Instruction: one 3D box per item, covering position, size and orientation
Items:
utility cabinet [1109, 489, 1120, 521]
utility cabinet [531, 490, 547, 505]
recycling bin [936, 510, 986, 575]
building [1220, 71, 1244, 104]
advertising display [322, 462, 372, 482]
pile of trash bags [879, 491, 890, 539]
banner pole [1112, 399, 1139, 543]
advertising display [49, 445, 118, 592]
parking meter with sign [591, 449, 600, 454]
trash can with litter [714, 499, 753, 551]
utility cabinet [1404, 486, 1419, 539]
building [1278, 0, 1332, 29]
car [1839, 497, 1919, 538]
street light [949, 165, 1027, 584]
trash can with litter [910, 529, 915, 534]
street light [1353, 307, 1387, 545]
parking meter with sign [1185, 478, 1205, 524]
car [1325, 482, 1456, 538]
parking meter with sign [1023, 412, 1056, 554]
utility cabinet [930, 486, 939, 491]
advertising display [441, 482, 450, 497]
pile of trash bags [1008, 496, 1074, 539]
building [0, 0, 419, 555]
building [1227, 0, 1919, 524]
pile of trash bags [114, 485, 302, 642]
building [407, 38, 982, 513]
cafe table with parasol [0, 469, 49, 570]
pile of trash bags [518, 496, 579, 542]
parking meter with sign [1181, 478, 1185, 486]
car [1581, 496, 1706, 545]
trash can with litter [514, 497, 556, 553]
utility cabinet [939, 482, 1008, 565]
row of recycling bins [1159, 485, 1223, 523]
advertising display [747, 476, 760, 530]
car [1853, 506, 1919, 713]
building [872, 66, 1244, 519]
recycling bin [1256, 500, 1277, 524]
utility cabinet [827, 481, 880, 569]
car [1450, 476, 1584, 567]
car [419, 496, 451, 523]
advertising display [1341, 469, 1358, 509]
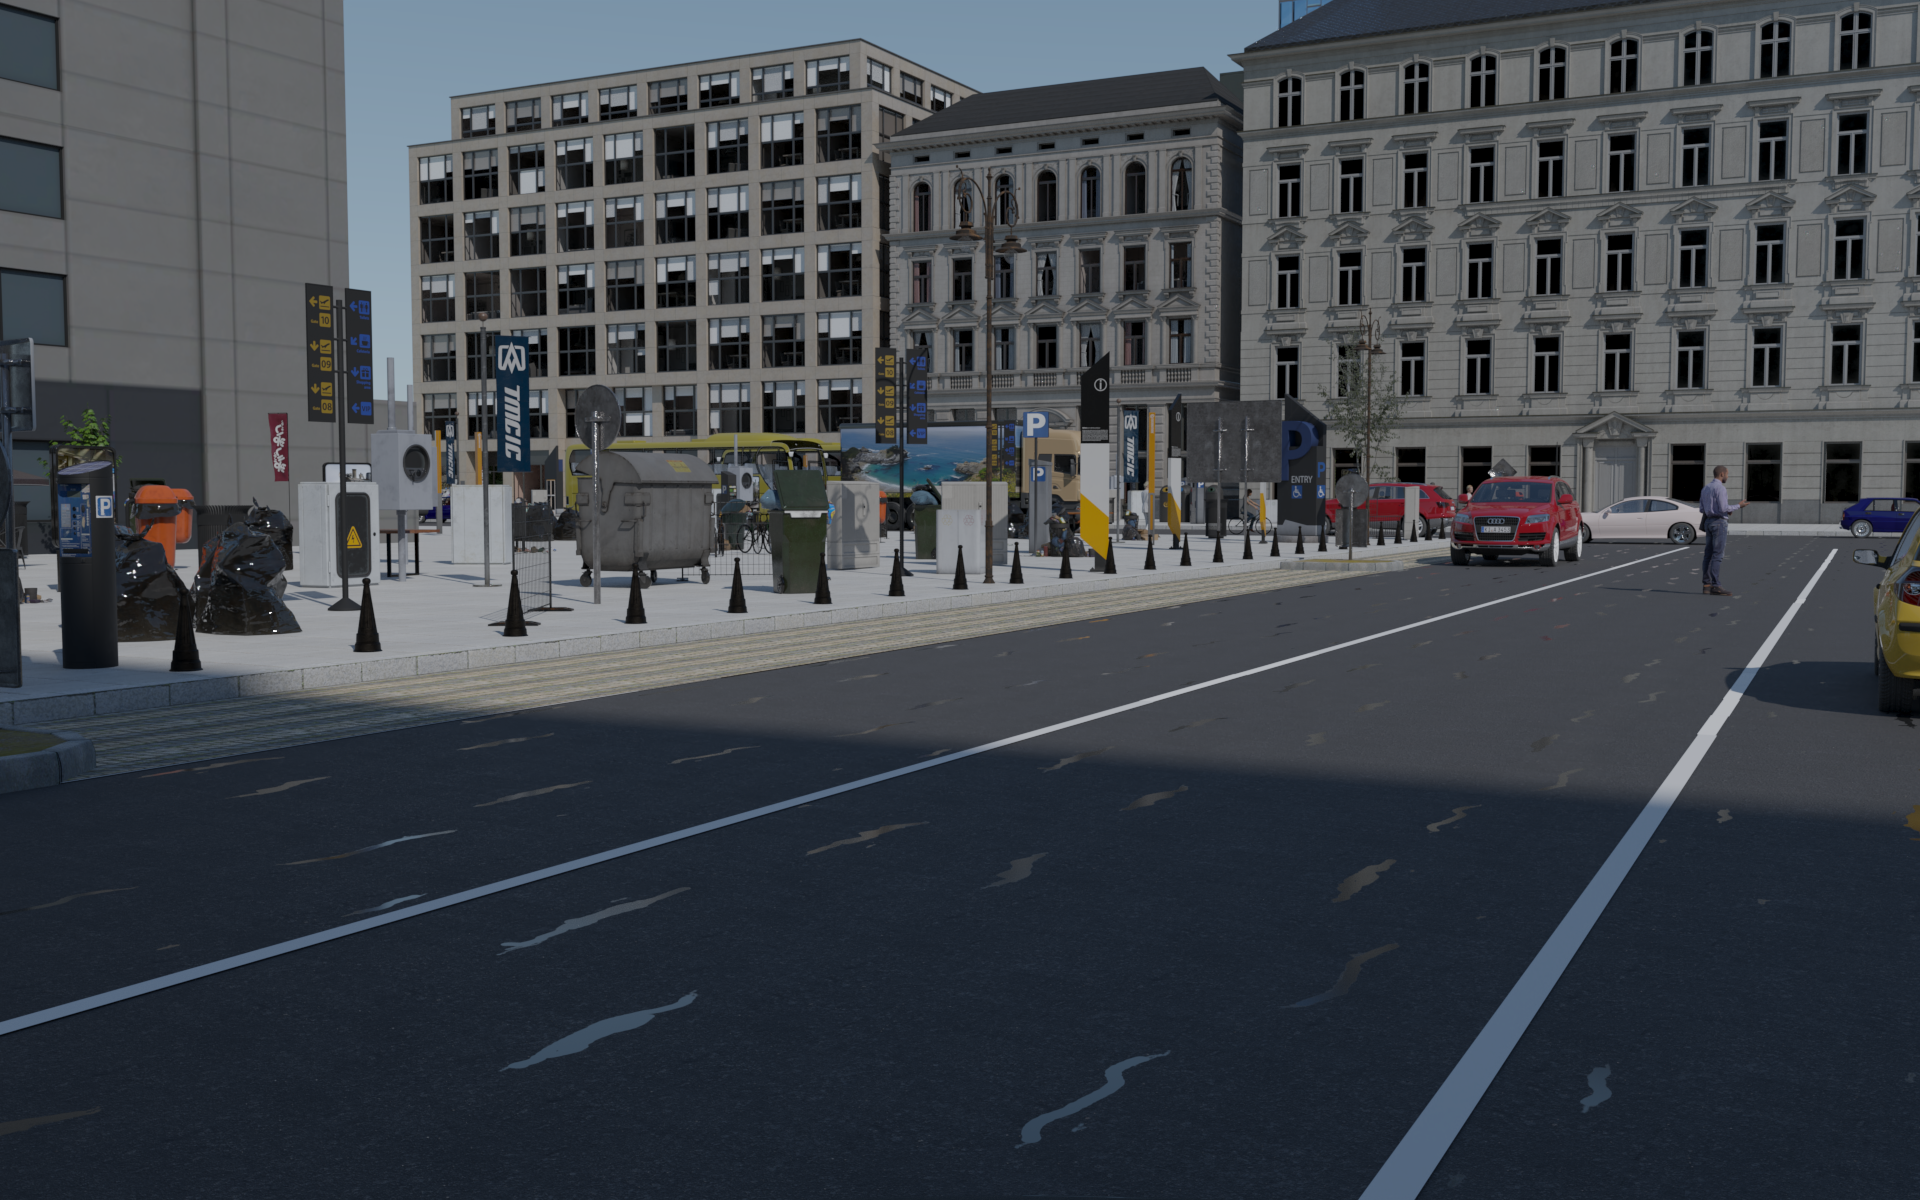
[{"bbox_3d":[7.043,-4.468,81.728,1.173,1.500,0.318,-3,4,-37],"label":"utility cabinet"},{"bbox_3d":[-22.864,-5.276,94.934,1.173,1.500,0.318,-2,4,-27],"label":"utility cabinet"},{"bbox_3d":[0.037,-0.944,27.983,0.722,1.027,0.722,1,4,12],"label":"recycling bin"},{"bbox_3d":[41.135,-34.378,185.779,21.600,48.544,21.300,2,4,28],"label":"building"},{"bbox_3d":[-12.452,-1.838,35.260,0.974,1.923,0.123,-3,4,-36],"label":"advertising display"},{"bbox_3d":[-2.916,-2.504,50.692,1.912,1.369,3.447,-2,4,-26],"label":"pile of trash bags"},{"bbox_3d":[4.360,-3.399,45.597,0.863,3.779,0.401,-2,4,-27],"label":"banner pole"},{"bbox_3d":[-11.622,-1.088,23.011,0.123,1.923,0.974,1,4,21],"label":"advertising display"},{"bbox_3d":[-11.461,-3.784,58.135,1.738,3.016,0.543,-3,4,-36],"label":"parking meter with sign"},{"bbox_3d":[-5.227,-1.717,39.460,0.624,1.170,1.055,2,4,24],"label":"trash can with litter"},{"bbox_3d":[12.836,-2.481,49.248,0.318,1.500,1.173,1,4,20],"label":"utility cabinet"},{"bbox_3d":[39.721,-51.264,150.833,22.319,86.520,31.000,2,4,28],"label":"building"},{"bbox_3d":[30.655,-2.661,56.085,3.894,1.354,1.945,2,4,27],"label":"car"},{"bbox_3d":[0.415,-3.173,24.674,0.468,5.910,1.993,2,4,28],"label":"street light"},{"bbox_3d":[-1.069,-2.726,55.953,1.055,1.170,0.624,0,4,-7],"label":"trash can with litter"},{"bbox_3d":[10.170,-4.300,43.099,0.468,5.910,1.993,2,4,28],"label":"street light"},{"bbox_3d":[10.271,-4.778,74.381,0.543,3.016,1.738,0,4,-8],"label":"parking meter with sign"},{"bbox_3d":[13.798,-2.993,57.607,5.304,1.827,2.281,2,4,27],"label":"car"},{"bbox_3d":[1.770,-2.527,37.571,0.543,3.016,1.738,1,4,11],"label":"parking meter with sign"},{"bbox_3d":[-0.736,-2.343,46.985,0.318,1.500,1.173,1,4,14],"label":"utility cabinet"},{"bbox_3d":[-27.810,-5.399,93.485,0.123,1.923,0.974,1,4,12],"label":"advertising display"},{"bbox_3d":[1.803,-2.494,50.529,1.912,1.369,3.447,-2,4,-32],"label":"pile of trash bags"},{"bbox_3d":[-28.289,-36.791,39.781,20.611,71.187,20.563,2,4,28],"label":"building"},{"bbox_3d":[36.378,-18.650,81.338,44.131,29.872,17.030,2,4,28],"label":"building"},{"bbox_3d":[-7.596,-0.423,16.664,1.912,1.369,3.447,-2,4,-31],"label":"pile of trash bags"},{"bbox_3d":[-15.305,-18.715,110.507,34.151,26.468,19.350,2,4,28],"label":"building"},{"bbox_3d":[-16.690,-1.481,29.076,2.610,1.966,2.610,-3,4,-36],"label":"cafe table with parasol"},{"bbox_3d":[-11.025,-2.341,48.024,1.912,1.369,3.447,3,5,43],"label":"pile of trash bags"},{"bbox_3d":[10.407,-5.117,79.919,0.543,3.016,1.738,3,5,40],"label":"parking meter with sign"},{"bbox_3d":[19.559,-2.313,50.184,4.827,1.381,2.083,2,4,27],"label":"car"},{"bbox_3d":[-9.692,-1.660,38.203,1.678,1.210,2.233,-2,4,-31],"label":"trash can with litter"},{"bbox_3d":[0.259,-1.370,31.086,1.173,1.500,0.318,0,4,-3],"label":"utility cabinet"},{"bbox_3d":[10.341,-4.302,77.454,1.069,1.692,3.534,-3,5,-41],"label":"row of recycling bins"},{"bbox_3d":[-7.225,-3.384,60.540,0.123,1.923,0.974,1,4,14],"label":"advertising display"},{"bbox_3d":[7.464,-0.127,12.294,2.015,1.641,3.980,2,4,27],"label":"car"},{"bbox_3d":[6.678,-16.207,93.868,19.941,23.489,11.050,2,4,28],"label":"building"},{"bbox_3d":[13.402,-3.858,75.627,0.722,1.027,0.722,-1,4,-13],"label":"recycling bin"},{"bbox_3d":[-1.812,-1.283,29.660,0.318,1.500,1.173,2,4,31],"label":"utility cabinet"},{"bbox_3d":[11.651,-1.675,36.055,2.281,1.827,5.304,2,4,28],"label":"car"},{"bbox_3d":[-25.362,-4.491,86.001,3.894,1.354,1.945,2,4,26],"label":"car"},{"bbox_3d":[10.046,-2.417,44.735,0.123,1.923,0.974,0,4,-5],"label":"advertising display"}]
